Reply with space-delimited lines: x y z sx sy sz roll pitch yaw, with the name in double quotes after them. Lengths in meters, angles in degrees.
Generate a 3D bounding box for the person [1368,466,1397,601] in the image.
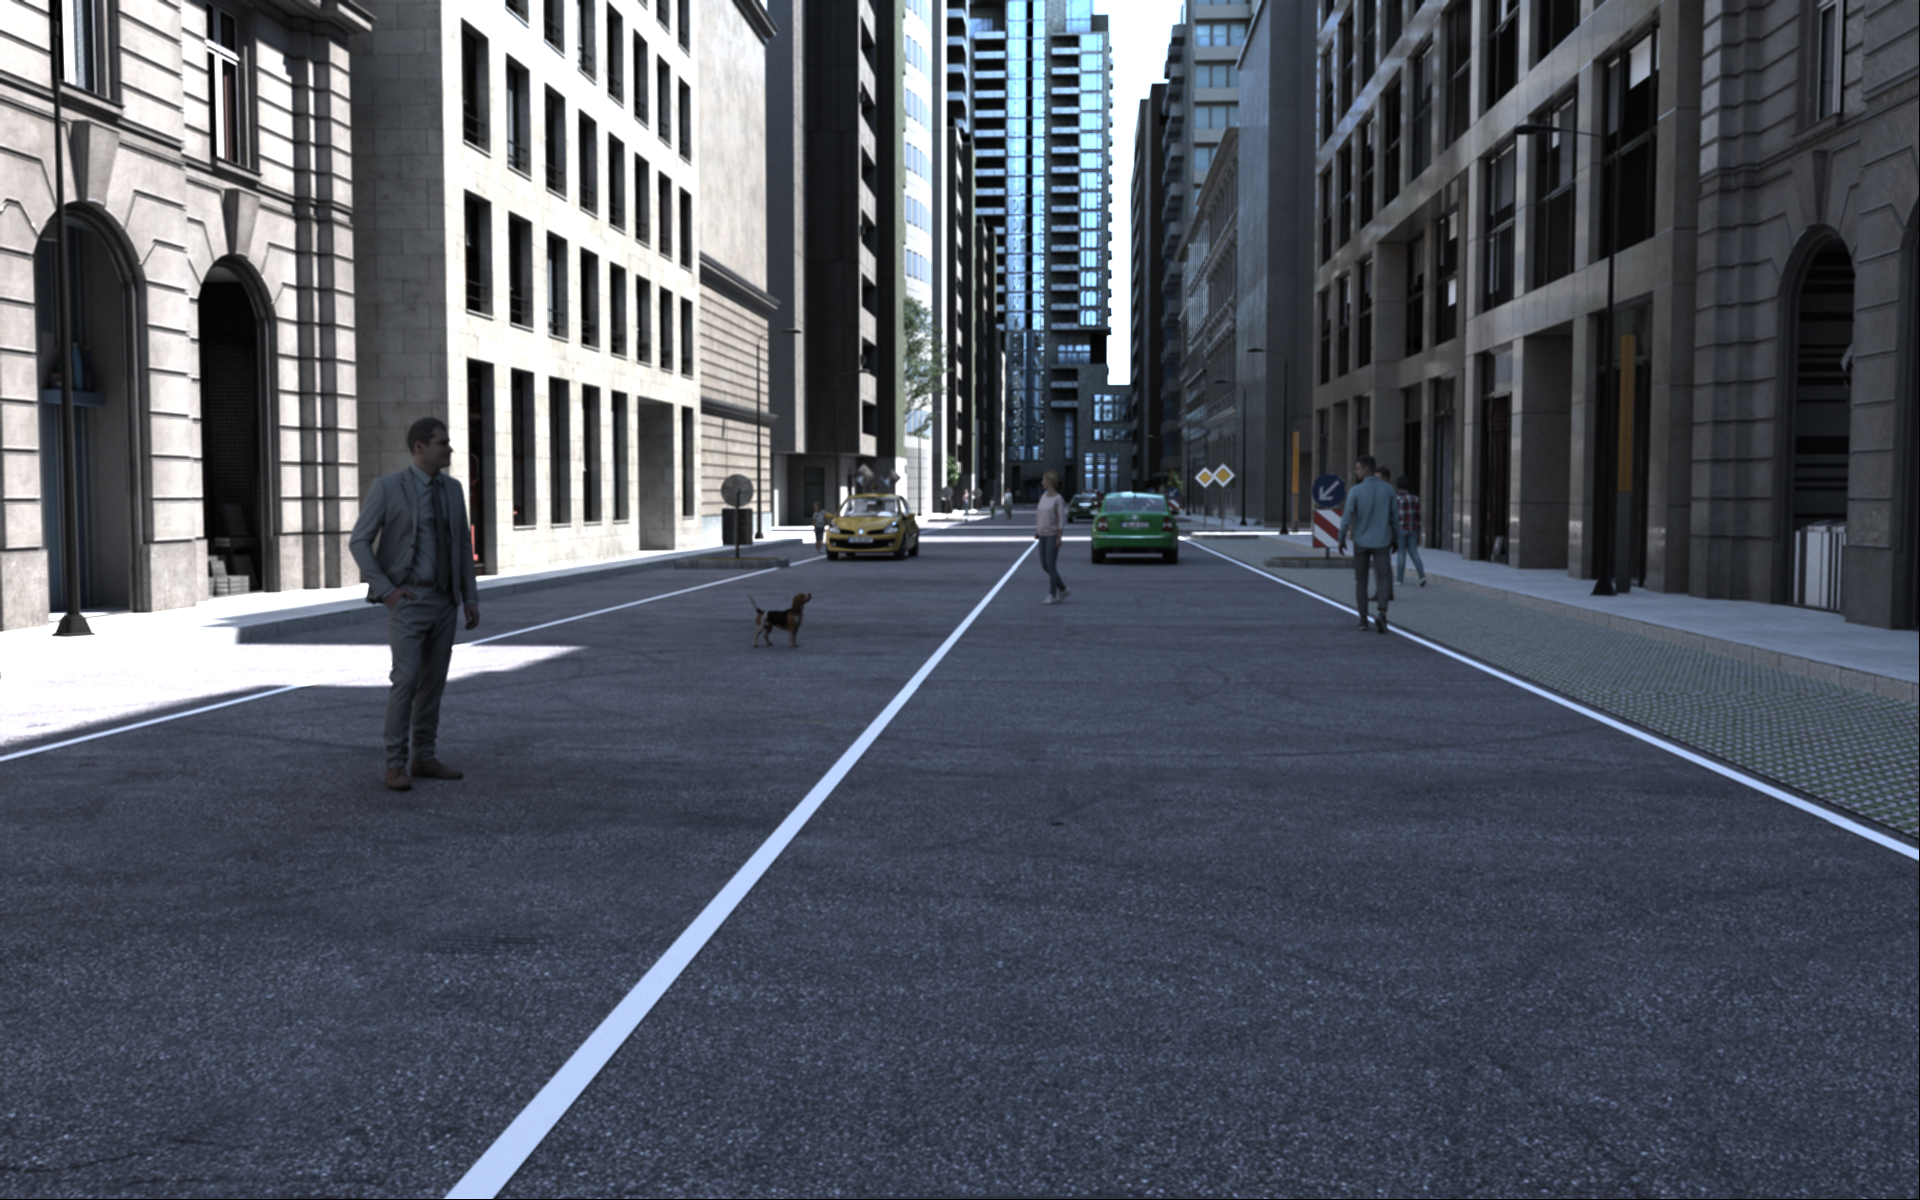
5.565 -0.885 23.165 0.583 1.804 0.606 0 4 -7 "person"

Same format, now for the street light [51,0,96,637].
-7.494 -2.626 15.478 1.470 5.913 1.316 0 4 4 "street light"

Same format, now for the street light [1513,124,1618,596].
7.640 -3.017 21.865 1.470 5.913 1.316 0 4 4 "street light"

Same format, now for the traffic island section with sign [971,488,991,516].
1.219 -6.594 116.442 1.989 1.847 2.006 0 4 4 "traffic island section with sign"

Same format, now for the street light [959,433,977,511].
0.590 -9.744 131.860 1.470 5.913 1.316 0 4 4 "street light"

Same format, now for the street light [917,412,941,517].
-1.753 -7.699 98.425 1.470 5.913 1.316 0 4 4 "street light"

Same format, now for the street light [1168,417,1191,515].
13.271 -8.081 104.666 1.470 5.913 1.316 0 4 4 "street light"

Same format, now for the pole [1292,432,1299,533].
11.008 -3.852 56.824 0.158 3.312 0.155 0 3 0 "pole"

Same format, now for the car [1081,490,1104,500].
11.059 -8.445 146.756 2.281 1.827 5.304 0 4 5 "car"

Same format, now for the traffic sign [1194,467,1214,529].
9.057 -3.694 64.047 0.795 2.450 0.064 0 4 4 "traffic sign"

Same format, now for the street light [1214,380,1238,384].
11.067 -6.008 70.774 1.470 5.913 1.316 0 4 4 "street light"

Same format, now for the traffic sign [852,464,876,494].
-3.154 -3.257 56.896 0.795 2.450 0.064 0 4 4 "traffic sign"

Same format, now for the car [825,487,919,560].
-1.937 -1.746 38.773 2.015 1.641 3.980 0 4 5 "car"

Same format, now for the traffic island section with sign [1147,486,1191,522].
10.759 -4.895 88.664 1.989 1.847 2.006 0 4 4 "traffic island section with sign"

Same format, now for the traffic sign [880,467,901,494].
-2.609 -3.744 64.862 0.795 2.450 0.064 0 4 4 "traffic sign"

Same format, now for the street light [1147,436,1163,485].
15.633 -10.146 138.426 1.470 5.913 1.316 0 4 4 "street light"

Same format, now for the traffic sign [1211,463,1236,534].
8.512 -3.207 56.080 0.795 2.450 0.064 0 4 4 "traffic sign"

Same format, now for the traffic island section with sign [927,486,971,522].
-0.619 -4.943 89.449 1.989 1.847 2.006 0 4 4 "traffic island section with sign"

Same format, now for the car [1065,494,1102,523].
6.330 -4.608 87.141 2.131 1.459 4.920 0 4 5 "car"

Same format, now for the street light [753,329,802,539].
-5.147 -4.669 48.874 1.470 5.913 1.316 0 4 4 "street light"

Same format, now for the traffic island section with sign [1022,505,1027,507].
6.525 -11.330 193.868 1.989 1.847 2.006 0 4 4 "traffic island section with sign"

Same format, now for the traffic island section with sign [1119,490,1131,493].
17.874 -11.248 192.533 1.989 1.847 2.006 0 4 4 "traffic island section with sign"

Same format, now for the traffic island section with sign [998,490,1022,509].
4.683 -9.685 166.976 1.989 1.847 2.006 0 4 4 "traffic island section with sign"

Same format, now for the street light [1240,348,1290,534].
9.830 -5.060 55.272 1.470 5.913 1.316 0 4 4 "street light"

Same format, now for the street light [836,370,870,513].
-4.070 -5.642 64.780 1.470 5.913 1.316 0 4 4 "street light"

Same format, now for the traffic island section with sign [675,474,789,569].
-4.412 -1.551 33.988 1.989 1.847 2.006 0 4 4 "traffic island section with sign"

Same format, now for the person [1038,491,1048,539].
2.627 -2.696 52.600 0.620 1.820 0.660 -1 4 -21 "person"

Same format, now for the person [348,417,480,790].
-2.696 -0.003 8.648 0.391 1.810 0.635 2 4 28 "person"

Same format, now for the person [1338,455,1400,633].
4.262 -0.594 18.069 0.638 1.841 0.748 1 4 14 "person"

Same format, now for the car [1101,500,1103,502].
8.754 -5.342 96.142 1.959 1.807 4.718 0 4 2 "car"

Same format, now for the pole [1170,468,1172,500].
16.665 -8.733 136.622 0.158 3.312 0.155 0 3 0 "pole"

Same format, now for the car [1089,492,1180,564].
3.727 -1.724 36.988 1.959 1.807 4.718 0 4 6 "car"

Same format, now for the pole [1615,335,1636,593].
8.600 -1.745 22.372 0.158 3.312 0.155 0 3 0 "pole"

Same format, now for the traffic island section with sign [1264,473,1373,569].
7.032 -1.555 34.057 1.989 1.847 2.006 0 4 4 "traffic island section with sign"
